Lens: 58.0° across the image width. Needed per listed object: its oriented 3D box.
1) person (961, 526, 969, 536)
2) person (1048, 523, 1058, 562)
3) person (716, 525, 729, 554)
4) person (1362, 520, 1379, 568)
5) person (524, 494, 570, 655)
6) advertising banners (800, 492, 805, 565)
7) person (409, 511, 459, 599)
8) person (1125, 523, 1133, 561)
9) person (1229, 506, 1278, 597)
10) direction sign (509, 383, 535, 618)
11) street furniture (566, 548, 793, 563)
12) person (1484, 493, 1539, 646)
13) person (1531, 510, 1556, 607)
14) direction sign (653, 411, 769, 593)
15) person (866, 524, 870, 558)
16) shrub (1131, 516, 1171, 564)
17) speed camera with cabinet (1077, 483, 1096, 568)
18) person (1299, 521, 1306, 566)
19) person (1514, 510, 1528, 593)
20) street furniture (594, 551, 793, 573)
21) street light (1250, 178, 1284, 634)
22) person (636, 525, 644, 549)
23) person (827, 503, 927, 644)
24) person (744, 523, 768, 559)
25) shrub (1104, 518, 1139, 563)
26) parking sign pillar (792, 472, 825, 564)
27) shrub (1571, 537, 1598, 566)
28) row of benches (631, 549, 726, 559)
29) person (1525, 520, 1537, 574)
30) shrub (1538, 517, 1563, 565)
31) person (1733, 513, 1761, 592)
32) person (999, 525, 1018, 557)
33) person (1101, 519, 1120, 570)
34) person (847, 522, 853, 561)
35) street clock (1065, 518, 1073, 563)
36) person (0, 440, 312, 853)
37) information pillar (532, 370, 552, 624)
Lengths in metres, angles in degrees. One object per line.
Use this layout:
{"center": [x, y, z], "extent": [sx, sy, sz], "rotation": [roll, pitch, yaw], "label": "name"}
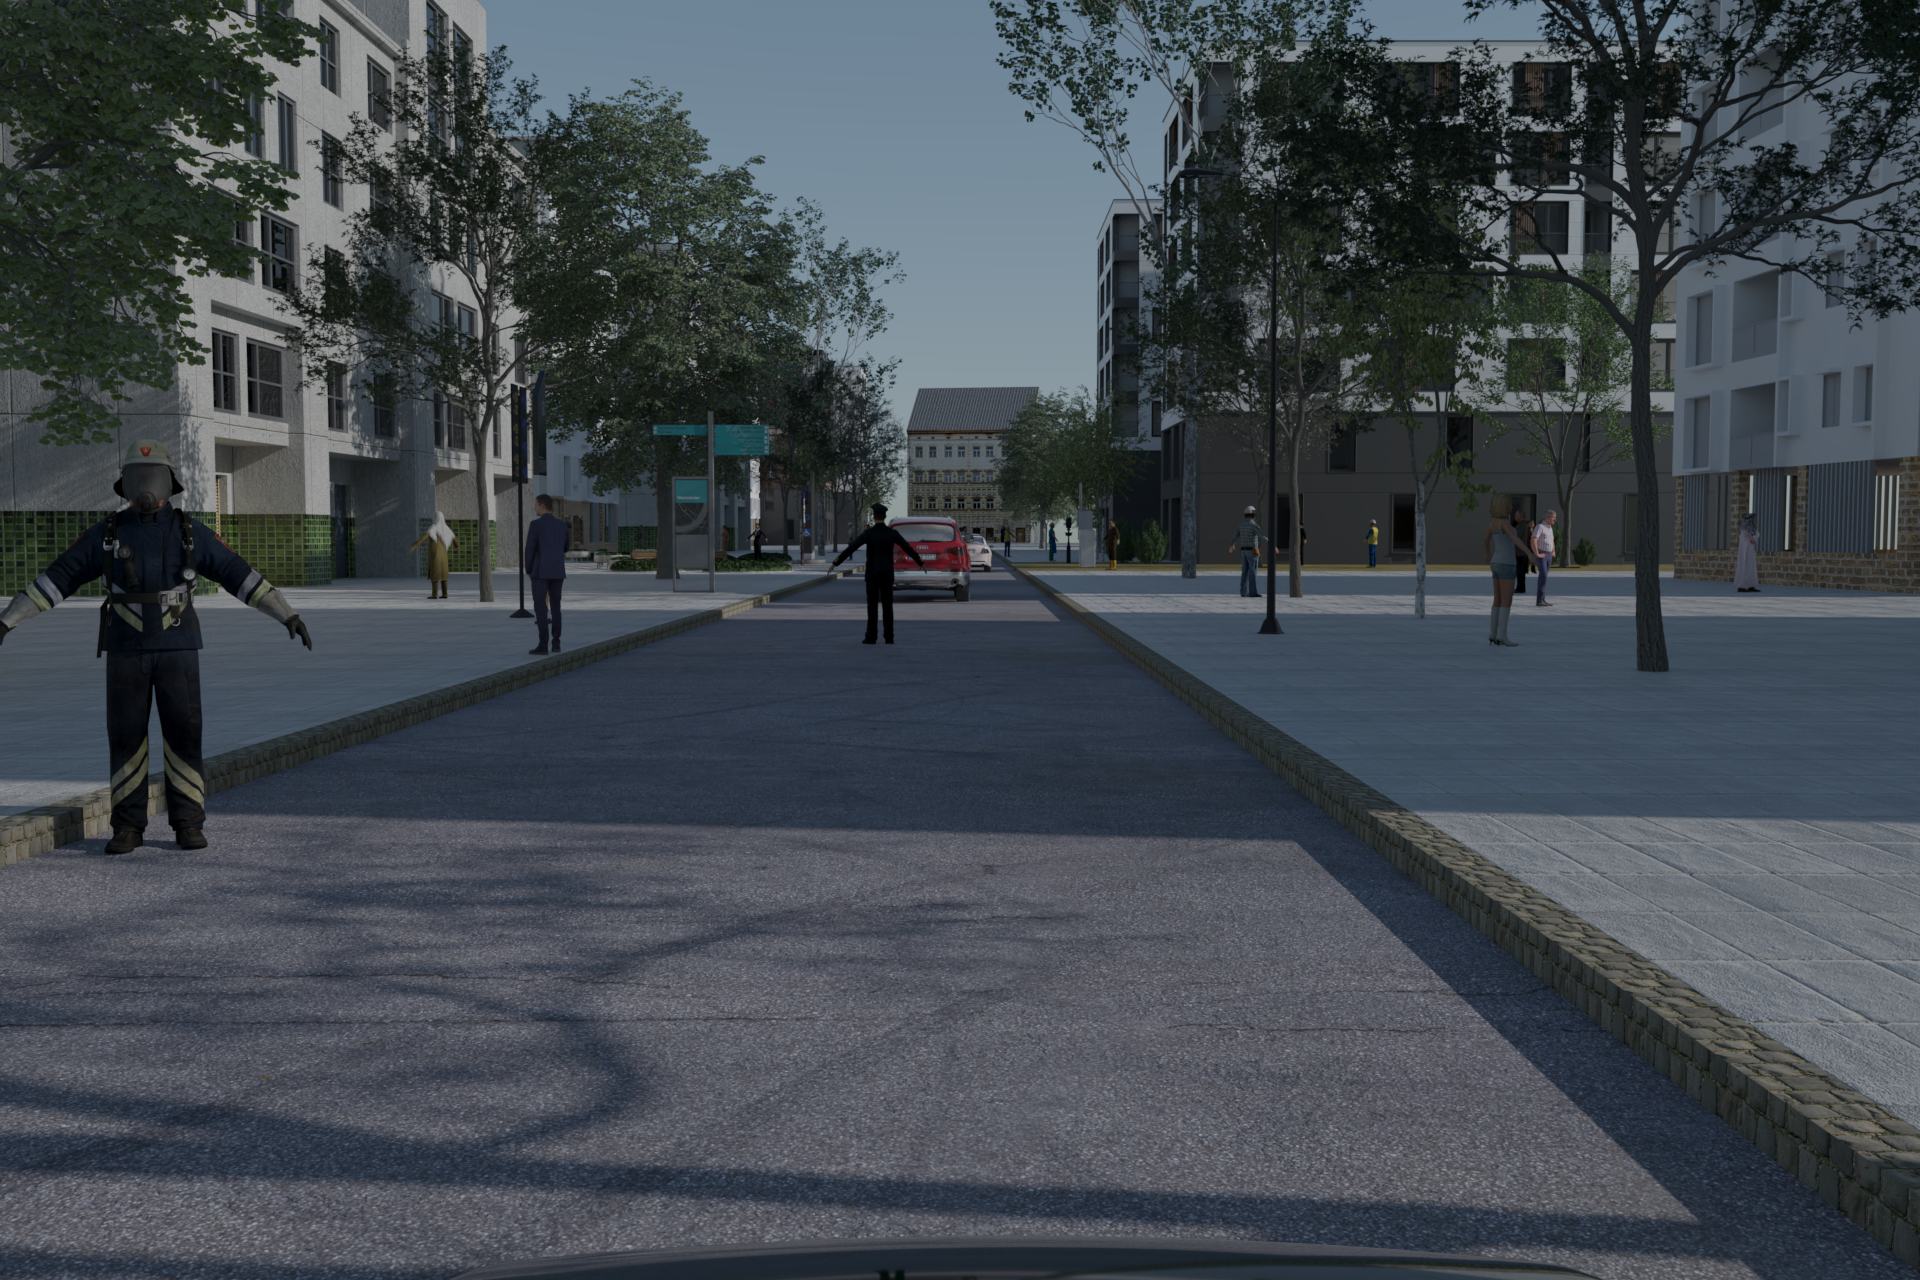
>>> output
{"center": [0.244, -4.332, 79.476], "extent": [1.347, 1.806, 0.705], "rotation": [-3, 5, -41], "label": "person"}
{"center": [4.335, -4.585, 81.092], "extent": [0.704, 1.817, 1.347], "rotation": [-1, 4, -10], "label": "person"}
{"center": [-11.575, -4.755, 84.544], "extent": [0.721, 1.733, 1.217], "rotation": [1, 4, 21], "label": "person"}
{"center": [15.761, -3.691, 66.311], "extent": [0.705, 1.833, 1.349], "rotation": [3, 4, 36], "label": "person"}
{"center": [-4.432, -0.712, 18.610], "extent": [0.541, 1.710, 0.530], "rotation": [-3, 4, -36], "label": "person"}
{"center": [-6.505, -4.620, 71.730], "extent": [0.090, 3.025, 2.074], "rotation": [0, 4, -1], "label": "advertising banners"}
{"center": [-10.391, -1.684, 34.311], "extent": [0.721, 1.736, 1.217], "rotation": [2, 4, 33], "label": "person"}
{"center": [7.912, -4.602, 81.426], "extent": [1.347, 1.806, 0.705], "rotation": [3, 4, 36], "label": "person"}
{"center": [5.924, -1.801, 35.278], "extent": [0.704, 1.849, 1.345], "rotation": [-2, 4, -35], "label": "person"}
{"center": [-6.734, -2.112, 26.526], "extent": [0.379, 3.537, 0.876], "rotation": [0, 4, 0], "label": "direction sign"}
{"center": [-12.834, -3.833, 78.297], "extent": [10.072, 0.657, 5.734], "rotation": [1, 4, 10], "label": "street furniture"}
{"center": [6.311, -0.813, 19.899], "extent": [0.721, 1.753, 1.214], "rotation": [0, 4, -8], "label": "person"}
{"center": [10.453, -1.460, 30.846], "extent": [0.756, 1.711, 0.436], "rotation": [-3, 4, -37], "label": "person"}
{"center": [-5.416, -3.034, 38.362], "extent": [2.525, 3.948, 1.411], "rotation": [0, 4, 1], "label": "direction sign"}
{"center": [-4.849, -5.245, 91.974], "extent": [0.704, 1.802, 1.346], "rotation": [0, 4, 7], "label": "person"}
{"center": [8.071, -4.207, 73.211], "extent": [1.690, 2.028, 1.600], "rotation": [0, 3, 0], "label": "shrub"}
{"center": [4.840, -4.398, 66.240], "extent": [0.660, 3.252, 2.038], "rotation": [0, 4, 1], "label": "speed camera with cabinet"}
{"center": [13.762, -3.916, 70.218], "extent": [0.705, 1.806, 1.347], "rotation": [-1, 4, -15], "label": "person"}
{"center": [12.132, -1.922, 37.600], "extent": [0.705, 1.807, 1.348], "rotation": [2, 4, 28], "label": "person"}
{"center": [-9.857, -2.808, 61.530], "extent": [5.734, 0.657, 10.072], "rotation": [-1, 4, -22], "label": "street furniture"}
{"center": [4.547, -3.033, 22.133], "extent": [1.470, 5.913, 1.316], "rotation": [0, 3, 0], "label": "street light"}
{"center": [-17.867, -5.542, 96.887], "extent": [0.705, 1.796, 1.348], "rotation": [-1, 4, -21], "label": "person"}
{"center": [-1.055, -0.869, 22.594], "extent": [1.347, 1.837, 0.705], "rotation": [-1, 4, -18], "label": "person"}
{"center": [-8.456, -3.990, 71.963], "extent": [1.216, 1.740, 0.721], "rotation": [2, 4, 34], "label": "person"}
{"center": [7.131, -4.402, 76.392], "extent": [1.690, 2.028, 1.600], "rotation": [0, 3, 0], "label": "shrub"}
{"center": [-6.496, -5.240, 74.143], "extent": [1.447, 3.967, 1.447], "rotation": [0, 4, 1], "label": "parking sign pillar"}
{"center": [24.973, -3.555, 69.245], "extent": [1.383, 1.207, 1.383], "rotation": [0, 3, 0], "label": "shrub"}
{"center": [-11.867, -3.492, 72.561], "extent": [4.104, 0.672, 1.422], "rotation": [-1, 4, -22], "label": "row of benches"}
{"center": [18.476, -3.005, 55.934], "extent": [1.215, 1.729, 0.721], "rotation": [-1, 4, -13], "label": "person"}
{"center": [24.184, -4.118, 71.377], "extent": [1.661, 2.075, 1.752], "rotation": [0, 3, 0], "label": "shrub"}
{"center": [17.374, -1.922, 38.133], "extent": [0.621, 1.740, 0.551], "rotation": [1, 4, 10], "label": "person"}
{"center": [2.673, -5.487, 96.172], "extent": [1.216, 1.772, 0.721], "rotation": [-2, 4, -32], "label": "person"}
{"center": [5.390, -3.392, 61.600], "extent": [0.704, 1.812, 1.346], "rotation": [-1, 4, -21], "label": "person"}
{"center": [-5.330, -4.763, 83.735], "extent": [0.705, 1.847, 1.347], "rotation": [0, 4, -1], "label": "person"}
{"center": [4.751, -4.354, 75.754], "extent": [0.358, 2.002, 0.471], "rotation": [0, 4, -1], "label": "street clock"}
{"center": [-3.660, 0.024, 7.847], "extent": [1.354, 1.856, 0.705], "rotation": [-1, 4, -21], "label": "person"}
{"center": [-5.955, -2.033, 24.592], "extent": [0.183, 3.616, 0.504], "rotation": [0, 3, 0], "label": "information pillar"}
